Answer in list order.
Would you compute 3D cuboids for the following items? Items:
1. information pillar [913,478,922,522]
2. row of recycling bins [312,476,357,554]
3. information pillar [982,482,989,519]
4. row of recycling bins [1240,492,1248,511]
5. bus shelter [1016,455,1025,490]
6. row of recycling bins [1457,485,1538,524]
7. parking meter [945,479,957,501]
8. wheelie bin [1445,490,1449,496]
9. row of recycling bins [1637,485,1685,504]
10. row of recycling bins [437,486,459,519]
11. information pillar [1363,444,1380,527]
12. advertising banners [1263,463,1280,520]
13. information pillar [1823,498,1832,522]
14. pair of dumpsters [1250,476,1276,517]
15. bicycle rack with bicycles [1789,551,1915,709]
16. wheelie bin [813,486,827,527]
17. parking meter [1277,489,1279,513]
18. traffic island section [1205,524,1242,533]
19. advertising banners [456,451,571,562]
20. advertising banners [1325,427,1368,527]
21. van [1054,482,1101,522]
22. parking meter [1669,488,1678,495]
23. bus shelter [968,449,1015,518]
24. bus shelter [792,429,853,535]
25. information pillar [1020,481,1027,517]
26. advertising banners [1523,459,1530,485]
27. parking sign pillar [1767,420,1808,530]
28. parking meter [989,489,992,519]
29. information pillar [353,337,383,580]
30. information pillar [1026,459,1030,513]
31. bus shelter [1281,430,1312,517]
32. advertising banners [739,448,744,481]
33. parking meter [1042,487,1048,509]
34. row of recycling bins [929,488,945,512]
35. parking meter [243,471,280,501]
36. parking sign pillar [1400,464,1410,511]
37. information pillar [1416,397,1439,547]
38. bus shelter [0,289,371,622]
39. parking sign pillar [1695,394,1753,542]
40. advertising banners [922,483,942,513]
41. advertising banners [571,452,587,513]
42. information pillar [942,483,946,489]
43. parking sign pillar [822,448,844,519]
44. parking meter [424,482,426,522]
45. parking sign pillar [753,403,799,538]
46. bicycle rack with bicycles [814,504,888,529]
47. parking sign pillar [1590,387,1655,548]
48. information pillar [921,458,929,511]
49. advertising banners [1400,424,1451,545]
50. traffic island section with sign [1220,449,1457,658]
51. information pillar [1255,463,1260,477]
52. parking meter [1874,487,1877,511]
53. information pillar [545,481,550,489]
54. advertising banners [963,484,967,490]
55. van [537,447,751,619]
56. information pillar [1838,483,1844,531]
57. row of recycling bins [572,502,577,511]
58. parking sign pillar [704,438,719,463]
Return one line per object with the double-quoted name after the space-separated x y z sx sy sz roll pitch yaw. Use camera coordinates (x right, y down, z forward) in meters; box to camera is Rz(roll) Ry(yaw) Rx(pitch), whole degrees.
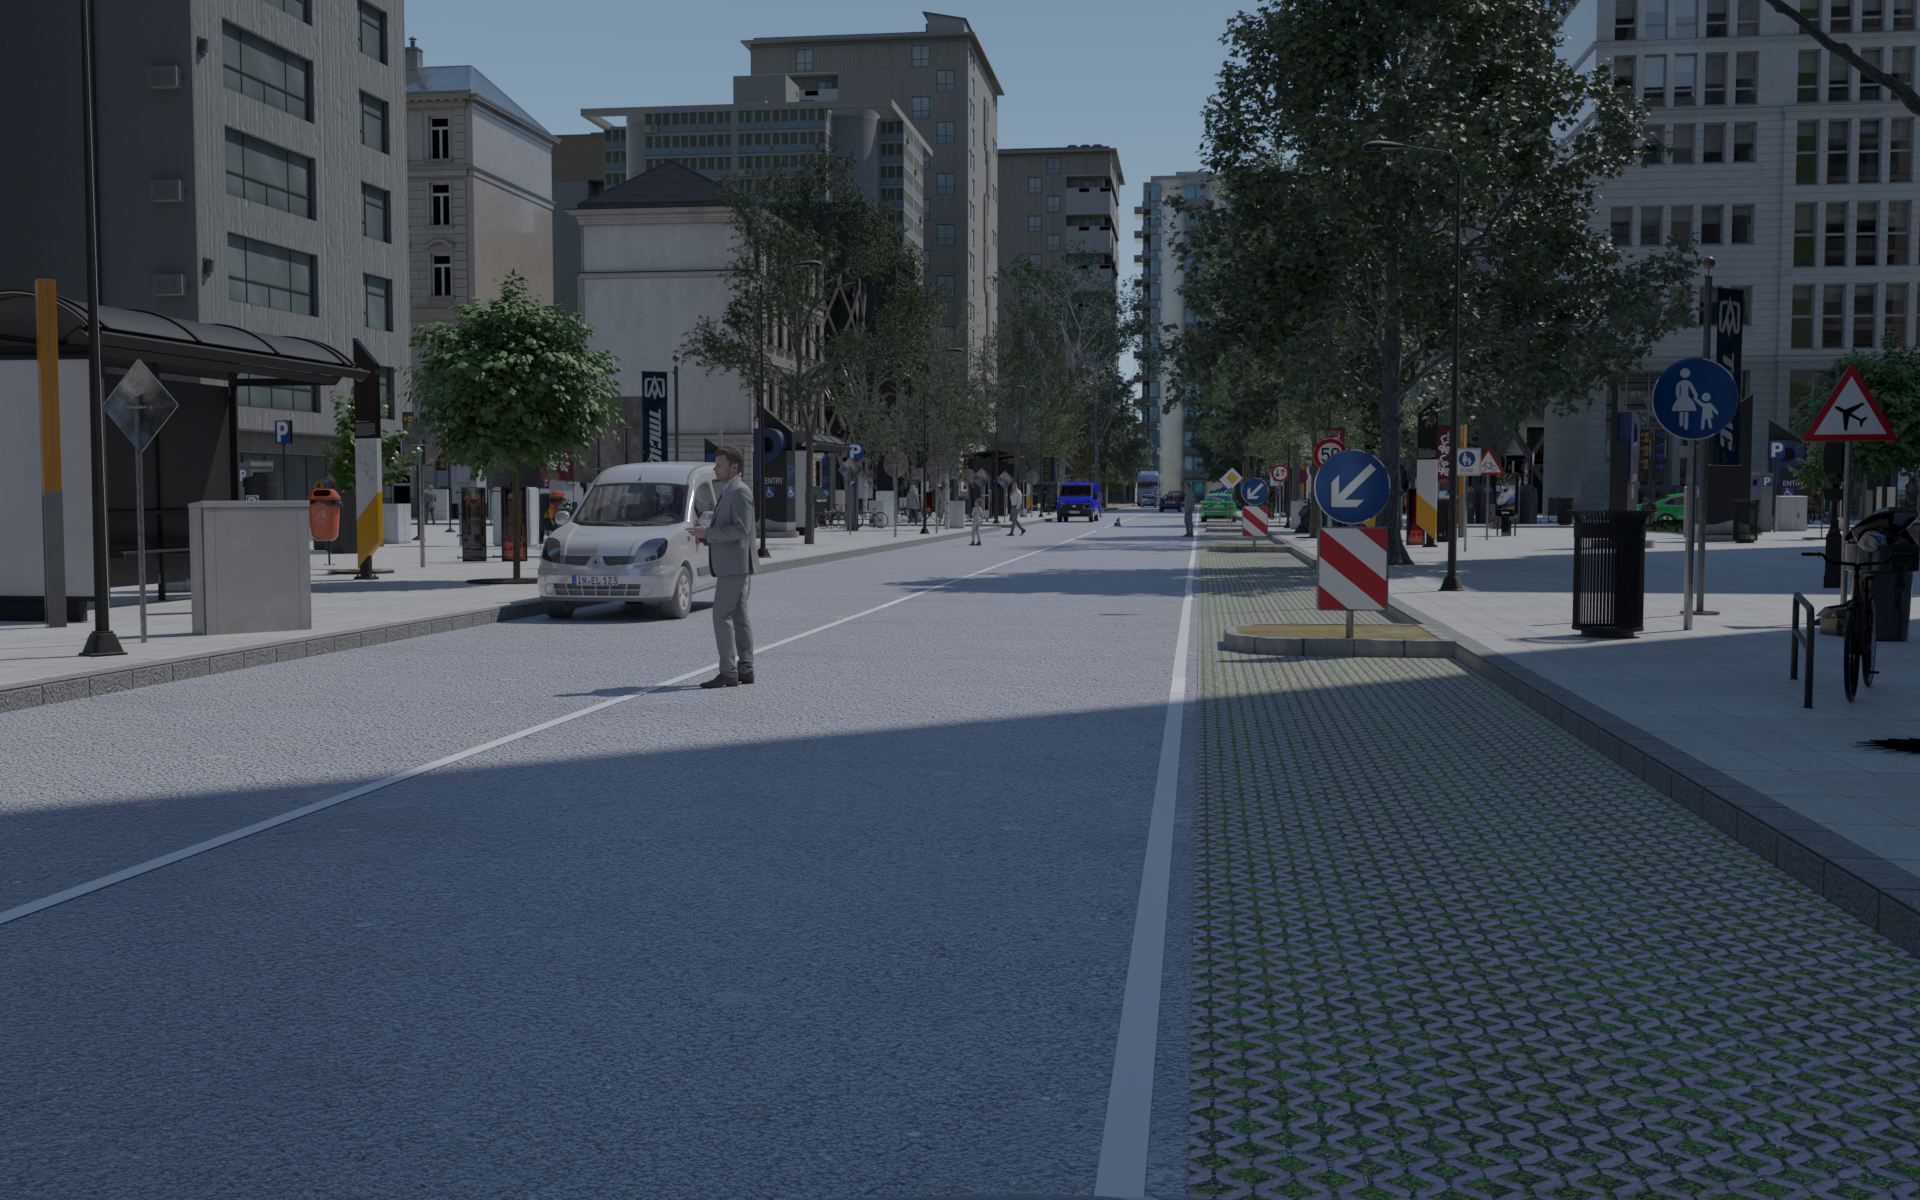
-1.946 -4.580 79.380 0.304 2.012 0.304 -1 4 -22 "information pillar"
-13.754 -1.931 38.677 1.069 1.692 3.534 -2 4 -28 "row of recycling bins"
1.279 -5.075 87.473 0.304 2.012 0.304 -2 4 -25 "information pillar"
23.017 -7.911 136.458 1.069 1.692 3.534 2 4 29 "row of recycling bins"
2.697 -6.868 103.576 1.731 3.624 6.357 0 4 8 "bus shelter"
23.103 -4.141 74.824 3.534 1.692 1.069 0 4 1 "row of recycling bins"
-0.340 -3.715 66.453 0.399 1.863 0.255 3 5 40 "parking meter"
24.768 -4.835 86.960 0.980 1.594 0.693 -3 5 -41 "wheelie bin"
30.776 -4.268 76.887 3.534 1.692 1.069 -1 4 -21 "row of recycling bins"
-26.018 -5.102 90.534 1.069 1.692 3.534 1 4 22 "row of recycling bins"
10.262 -3.151 42.875 0.504 3.616 0.183 0 4 -2 "information pillar"
15.722 -5.573 87.302 0.090 3.025 2.074 -1 4 -17 "advertising banners"
39.485 -4.542 78.760 0.304 2.012 0.304 3 4 36 "information pillar"
16.623 -5.683 95.406 1.574 2.255 4.437 0 4 8 "pair of dumpsters"
6.424 0.151 10.906 2.852 0.926 2.925 2 4 24 "bicycle rack with bicycles"
-5.628 -3.626 67.197 0.693 1.594 0.980 3 5 41 "wheelie bin"
21.603 -6.806 116.984 0.255 1.863 0.399 -2 4 -29 "parking meter"
10.311 -2.648 65.578 2.009 0.180 2.903 0 4 8 "traffic island section"
-8.514 -2.246 32.905 2.074 3.025 0.090 0 4 -3 "advertising banners"
10.478 -2.985 44.993 2.074 3.025 0.090 2 4 29 "advertising banners"
6.129 -5.209 89.557 2.240 2.365 5.245 1 4 9 "van"
29.293 -3.837 71.138 0.372 1.533 0.369 0 3 0 "parking meter"
1.660 -6.303 94.340 1.731 3.624 6.357 0 4 8 "bus shelter"
-4.988 -3.804 56.126 2.014 3.302 5.546 0 4 8 "bus shelter"
3.522 -5.613 96.267 0.304 2.012 0.304 3 5 43 "information pillar"
27.807 -5.523 86.491 0.090 3.025 2.074 -1 4 -16 "advertising banners"
29.876 -4.529 62.522 1.447 3.967 1.447 1 4 16 "parking sign pillar"
1.464 -4.996 90.100 0.372 1.533 0.369 0 3 0 "parking meter"
-8.849 -2.111 25.875 0.504 3.616 0.183 2 4 31 "information pillar"
4.497 -7.534 114.530 0.183 3.616 0.504 -2 4 -27 "information pillar"
19.258 -7.434 99.173 2.179 5.291 8.768 0 4 8 "bus shelter"
-8.888 -4.332 67.017 0.090 3.025 2.074 -3 4 -38 "advertising banners"
6.726 -8.056 137.428 0.399 1.863 0.255 -1 4 -13 "parking meter"
-1.810 -7.132 123.716 1.069 1.692 3.534 -2 4 -33 "row of recycling bins"
-7.670 -0.650 19.046 0.372 1.533 0.369 0 3 0 "parking meter"
33.549 -8.760 131.690 1.447 3.967 1.447 -1 4 -18 "parking sign pillar"
11.283 -3.083 41.767 0.504 3.616 0.183 2 4 28 "information pillar"
-9.002 -1.587 19.878 2.014 3.302 5.546 0 4 8 "bus shelter"
20.711 -3.578 46.966 1.447 3.967 1.447 0 4 7 "parking sign pillar"
-2.055 -7.056 111.549 2.074 3.025 0.090 -1 4 -14 "advertising banners"
-7.446 -2.391 35.284 2.074 3.025 0.090 1 4 23 "advertising banners"
-1.514 -8.882 149.715 0.304 2.012 0.304 1 4 22 "information pillar"
-6.402 -5.872 84.473 1.447 3.967 1.447 0 4 7 "parking sign pillar"
-24.439 -4.467 78.746 0.255 1.863 0.399 0 4 -7 "parking meter"
-5.466 -3.816 50.867 1.447 3.967 1.447 2 4 34 "parking sign pillar"
-4.423 -3.086 63.832 2.925 0.926 2.852 1 4 22 "bicycle rack with bicycles"
15.886 -3.238 41.409 1.447 3.967 1.447 2 4 31 "parking sign pillar"
-2.312 -7.499 113.969 0.504 3.616 0.183 0 4 0 "information pillar"
11.434 -2.893 43.493 2.074 3.025 0.090 0 4 -6 "advertising banners"
3.464 -0.456 16.086 1.989 1.847 2.006 0 4 8 "traffic island section with sign"
20.178 -7.739 117.893 0.504 3.616 0.183 -1 4 -16 "information pillar"
40.858 -4.362 77.030 0.399 1.863 0.255 2 4 28 "parking meter"
-22.427 -5.506 94.514 0.304 2.012 0.304 1 4 17 "information pillar"
0.658 -6.575 103.683 0.090 3.025 2.074 2 4 30 "advertising banners"
-3.783 -0.872 21.267 2.013 2.044 4.112 0 4 8 "van"
30.769 -3.413 60.290 0.304 2.012 0.304 1 4 12 "information pillar"
-12.209 -3.161 58.801 1.069 1.692 3.534 -3 5 -41 "row of recycling bins"
-11.554 -5.778 82.936 1.447 3.967 1.447 -1 4 -17 "parking sign pillar"
